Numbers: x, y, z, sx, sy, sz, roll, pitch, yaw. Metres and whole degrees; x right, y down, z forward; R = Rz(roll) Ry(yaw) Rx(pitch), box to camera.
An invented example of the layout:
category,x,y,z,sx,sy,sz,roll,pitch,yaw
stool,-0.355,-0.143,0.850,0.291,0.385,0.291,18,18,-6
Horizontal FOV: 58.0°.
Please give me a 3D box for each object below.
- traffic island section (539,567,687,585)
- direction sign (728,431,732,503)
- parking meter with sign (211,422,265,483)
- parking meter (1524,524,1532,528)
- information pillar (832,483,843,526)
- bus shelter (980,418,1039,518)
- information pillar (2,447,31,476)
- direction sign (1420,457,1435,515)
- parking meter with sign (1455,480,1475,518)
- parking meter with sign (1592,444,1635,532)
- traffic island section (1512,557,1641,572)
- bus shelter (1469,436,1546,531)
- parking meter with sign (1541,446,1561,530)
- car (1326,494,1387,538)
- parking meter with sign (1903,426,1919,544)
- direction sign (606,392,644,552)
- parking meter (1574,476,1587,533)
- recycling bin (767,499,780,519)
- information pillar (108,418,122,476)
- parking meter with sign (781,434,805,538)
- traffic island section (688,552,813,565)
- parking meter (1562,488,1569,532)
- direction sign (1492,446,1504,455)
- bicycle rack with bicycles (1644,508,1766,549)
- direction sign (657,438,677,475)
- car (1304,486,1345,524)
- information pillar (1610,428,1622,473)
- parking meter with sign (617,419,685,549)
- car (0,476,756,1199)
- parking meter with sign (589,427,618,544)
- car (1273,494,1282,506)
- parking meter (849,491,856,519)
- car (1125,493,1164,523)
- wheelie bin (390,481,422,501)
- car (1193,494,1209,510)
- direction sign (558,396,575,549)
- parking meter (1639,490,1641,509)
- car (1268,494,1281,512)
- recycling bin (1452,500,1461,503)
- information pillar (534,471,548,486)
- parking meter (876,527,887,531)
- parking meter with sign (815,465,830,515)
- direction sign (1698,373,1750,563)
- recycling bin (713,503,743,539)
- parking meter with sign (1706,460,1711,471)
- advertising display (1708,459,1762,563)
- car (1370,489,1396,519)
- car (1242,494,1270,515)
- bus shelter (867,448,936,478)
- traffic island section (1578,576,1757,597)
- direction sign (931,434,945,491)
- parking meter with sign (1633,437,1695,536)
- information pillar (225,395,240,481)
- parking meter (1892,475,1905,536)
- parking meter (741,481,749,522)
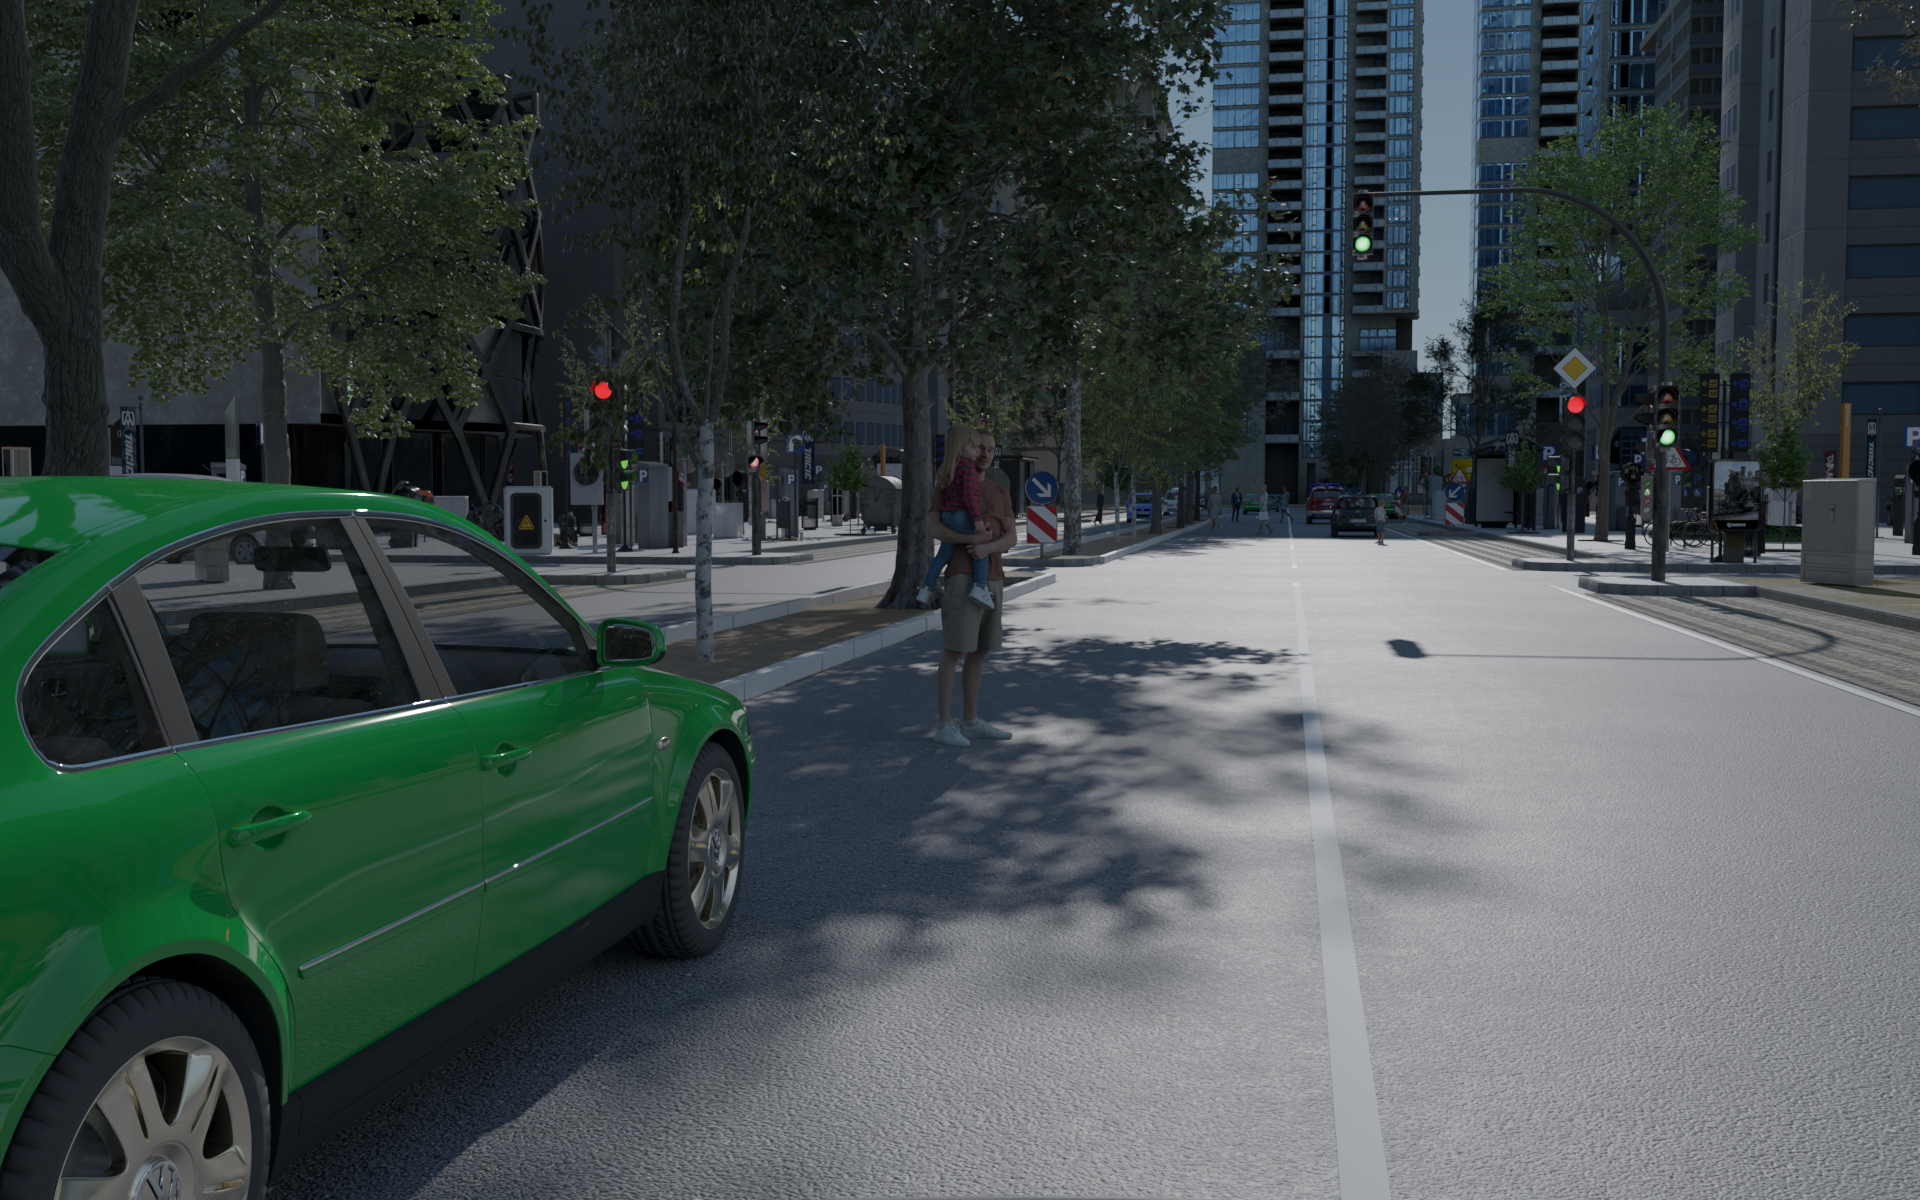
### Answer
category,x,y,z,sx,sy,sz,roll,pitch,yaw
traffic island section,-5.779,-0.388,28.631,2.009,0.180,2.903,1,4,11
direction sign,-8.050,-4.206,60.757,0.379,3.537,0.876,0,4,0
parking meter with sign,-17.741,-2.799,42.030,1.738,3.016,0.543,0,4,-2
parking meter,21.490,-3.659,65.533,0.255,1.863,0.399,-1,4,-14
information pillar,-4.868,-3.929,68.724,0.304,2.012,0.304,3,4,39
bus shelter,2.599,-7.136,94.302,2.179,5.291,8.768,1,4,11
information pillar,-14.789,-1.389,27.200,0.304,2.012,0.304,2,4,35
direction sign,28.557,-6.961,105.807,0.876,3.537,0.379,0,4,1
parking meter with sign,27.035,-5.868,92.196,1.738,3.016,0.543,-3,4,-37
parking meter with sign,22.617,-3.890,59.858,0.543,3.016,1.738,-1,4,-17
traffic island section,11.807,-0.683,33.450,2.009,0.180,2.903,1,4,11
bus shelter,19.736,-4.209,62.739,2.014,3.302,5.546,1,4,11
parking meter with sign,21.629,-4.101,63.305,0.543,3.016,1.738,2,4,27
car,13.361,-2.968,58.319,2.009,1.686,4.222,1,4,12
parking meter with sign,24.918,-2.985,45.070,0.543,3.016,1.738,2,4,35
direction sign,-7.463,-2.843,38.481,0.876,3.537,0.379,-1,4,-13
parking meter,20.297,-3.117,56.672,0.399,1.863,0.255,1,4,23
recycling bin,-9.643,-4.774,90.607,0.722,1.027,0.722,-2,4,-24
information pillar,-24.879,-3.661,51.216,0.183,3.616,0.504,2,4,34
parking meter with sign,-4.985,-3.347,50.976,0.543,3.016,1.738,-1,4,-15
traffic island section,-4.301,-0.868,36.478,2.009,0.180,2.903,1,4,11
parking meter,20.362,-3.031,57.966,0.372,1.533,0.369,0,3,0
direction sign,25.259,-5.473,81.486,0.876,3.537,0.379,-2,4,-31
bicycle rack with bicycles,18.053,-1.736,41.763,2.925,0.926,2.852,1,4,14
direction sign,-11.781,-4.756,69.759,0.876,3.537,0.379,1,4,20
car,17.806,-4.602,83.908,2.281,1.827,5.304,1,4,11
information pillar,23.410,-4.312,61.857,0.183,3.616,0.504,-1,4,-22
parking meter with sign,-7.218,-2.726,40.831,0.543,3.016,1.738,2,4,30
car,-1.863,0.284,4.158,1.959,1.807,4.718,1,4,11
parking meter with sign,-8.690,-2.962,44.691,1.738,3.016,0.543,1,4,19
car,32.480,-10.182,178.276,2.131,1.459,4.920,1,4,12
parking meter,-5.474,-4.892,88.399,0.372,1.533,0.369,0,3,0
car,9.324,-4.760,87.413,1.945,1.707,3.694,1,4,9
wheelie bin,-13.329,-2.060,41.587,0.693,1.594,0.980,0,4,1
car,21.814,-8.912,157.516,2.131,1.459,4.920,1,4,12
direction sign,-9.224,-2.967,40.507,0.379,3.537,0.876,-2,4,-31
parking meter,40.890,-5.831,103.750,0.372,1.533,0.369,0,3,0
car,24.712,-7.761,138.890,2.014,1.417,4.499,1,4,9
recycling bin,29.492,-5.480,102.152,0.722,1.027,0.722,2,4,34
information pillar,-13.247,-3.075,54.761,0.304,2.012,0.304,2,4,31
parking meter,-2.751,-3.348,60.449,0.399,1.863,0.255,2,4,32
parking meter with sign,-8.251,-6.634,104.720,0.543,3.016,1.738,-2,4,-25
direction sign,14.315,-2.478,32.510,0.876,3.537,0.379,1,4,10
recycling bin,-6.727,-2.305,50.247,0.722,1.027,0.722,1,4,9
parking meter with sign,37.652,-5.675,89.042,0.543,3.016,1.738,-3,5,-42
advertising display,14.358,-1.645,32.103,0.974,1.923,0.123,0,4,-6
car,23.923,-5.503,98.766,1.959,1.807,4.718,1,4,9
car,20.739,-6.878,121.258,1.959,1.807,4.718,1,4,11
bus shelter,-2.581,-5.191,78.789,2.014,3.302,5.546,1,4,11
traffic island section,10.329,-0.203,25.603,2.009,0.180,2.903,1,4,11
direction sign,-0.998,-4.521,65.917,0.876,3.537,0.379,1,4,19
parking meter with sign,21.491,-3.446,52.597,0.543,3.016,1.738,-2,4,-33
information pillar,-17.234,-3.041,41.081,0.504,3.616,0.183,3,4,37
parking meter,28.810,-2.901,53.144,0.255,1.863,0.399,3,4,37
parking meter,-9.765,-4.461,78.649,0.399,1.863,0.255,0,4,7
